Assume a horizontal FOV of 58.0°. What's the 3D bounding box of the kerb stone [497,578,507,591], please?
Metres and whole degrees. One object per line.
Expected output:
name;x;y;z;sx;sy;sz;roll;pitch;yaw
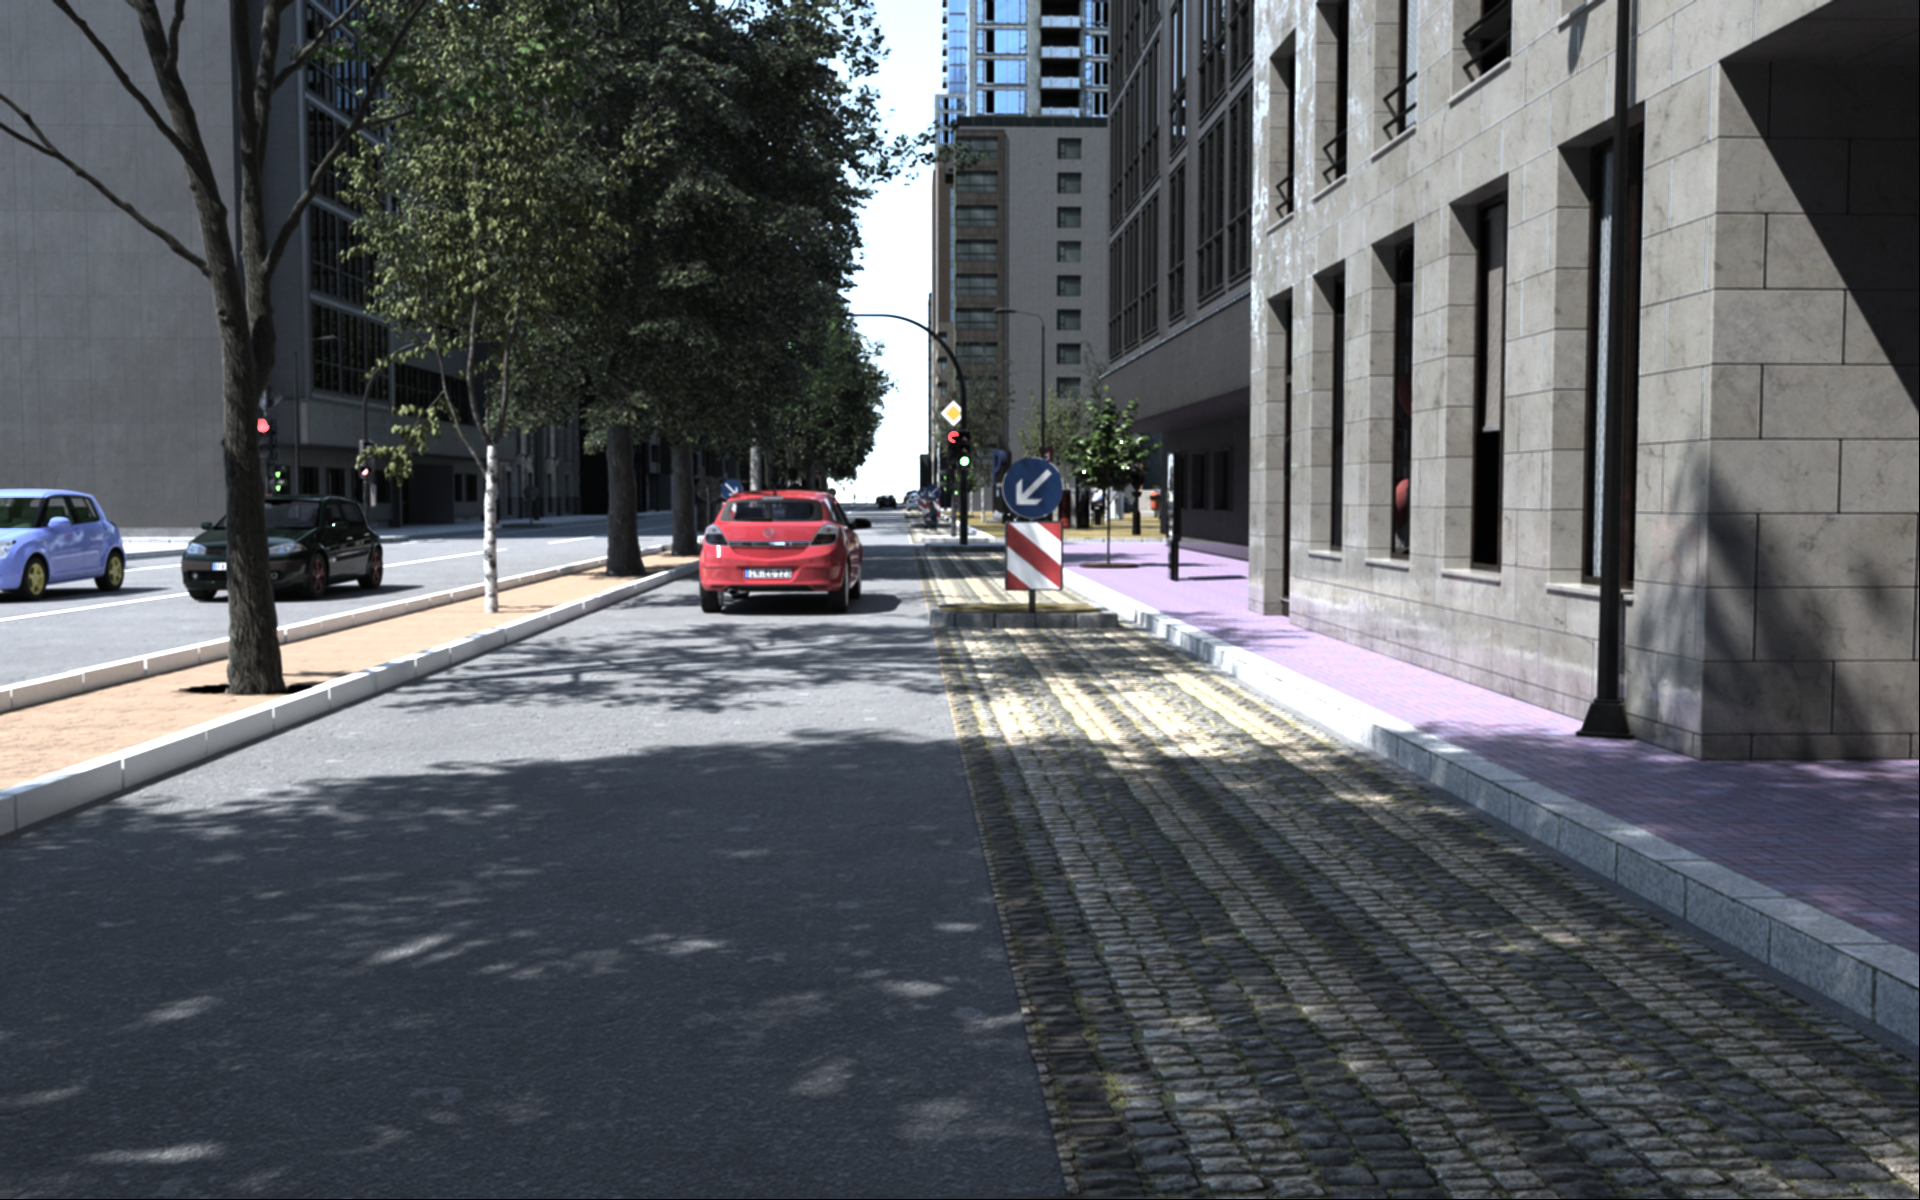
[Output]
kerb stone;-6.821;-0.189;25.278;0.120;0.150;1.000;0;4;-2

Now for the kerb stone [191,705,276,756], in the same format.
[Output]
kerb stone;-4.187;0.753;9.944;0.120;0.150;1.000;0;4;-2

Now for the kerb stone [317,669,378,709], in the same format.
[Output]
kerb stone;-4.261;0.624;12.001;0.120;0.150;1.000;0;4;-2

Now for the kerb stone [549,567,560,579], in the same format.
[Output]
kerb stone;-6.978;-0.437;29.371;0.120;0.150;1.000;0;4;-2

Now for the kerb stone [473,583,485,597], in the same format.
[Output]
kerb stone;-6.791;-0.123;24.256;0.120;0.150;1.000;0;4;-2

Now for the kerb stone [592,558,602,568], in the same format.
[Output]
kerb stone;-7.119;-0.689;33.466;0.120;0.150;1.000;0;4;-2

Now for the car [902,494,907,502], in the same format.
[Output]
car;-7.918;-15.704;266.982;2.015;1.641;3.980;0;4;-3

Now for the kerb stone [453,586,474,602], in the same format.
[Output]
kerb stone;-6.744;-0.061;23.235;0.120;0.150;1.000;0;4;-2

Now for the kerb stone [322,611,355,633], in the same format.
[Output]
kerb stone;-6.571;0.249;18.120;0.120;0.150;1.000;0;4;-2

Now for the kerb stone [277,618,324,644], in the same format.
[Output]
kerb stone;-6.528;0.318;17.094;0.120;0.150;1.000;0;4;-2

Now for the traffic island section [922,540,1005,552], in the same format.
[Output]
traffic island section;0.111;-1.329;44.005;2.009;0.180;2.903;0;4;-2

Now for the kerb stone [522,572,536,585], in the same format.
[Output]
kerb stone;-6.898;-0.314;27.328;0.120;0.150;1.000;0;4;-2

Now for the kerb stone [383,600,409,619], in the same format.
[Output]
kerb stone;-6.646;0.125;20.163;0.120;0.150;1.000;0;4;-2

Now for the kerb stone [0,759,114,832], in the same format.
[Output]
kerb stone;-4.109;0.874;7.901;0.120;0.150;1.000;0;4;-2

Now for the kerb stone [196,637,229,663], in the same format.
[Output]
kerb stone;-6.465;0.437;15.044;0.120;0.150;1.000;0;4;-2

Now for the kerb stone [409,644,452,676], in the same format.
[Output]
kerb stone;-4.331;0.498;14.049;0.120;0.150;1.000;0;4;-2

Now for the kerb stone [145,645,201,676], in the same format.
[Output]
kerb stone;-6.427;0.500;14.023;0.120;0.150;1.000;0;4;-2

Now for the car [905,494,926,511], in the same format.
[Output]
car;-3.530;-8.040;143.451;2.014;1.417;4.499;0;4;-3

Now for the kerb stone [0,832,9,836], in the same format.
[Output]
kerb stone;-4.069;0.937;6.874;0.120;0.150;1.000;0;4;-2

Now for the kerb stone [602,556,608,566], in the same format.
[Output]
kerb stone;-7.148;-0.753;34.499;0.120;0.150;1.000;0;4;-2

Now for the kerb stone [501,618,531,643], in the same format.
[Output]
kerb stone;-4.429;0.310;17.120;0.120;0.150;1.000;0;4;-2

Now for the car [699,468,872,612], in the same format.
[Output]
car;-2.247;-0.820;22.448;2.155;1.783;4.494;0;3;0

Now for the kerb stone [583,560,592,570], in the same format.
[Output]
kerb stone;-7.081;-0.627;32.440;0.120;0.150;1.000;0;4;-2

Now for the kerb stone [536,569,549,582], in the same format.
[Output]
kerb stone;-6.932;-0.376;28.349;0.120;0.150;1.000;0;4;-2

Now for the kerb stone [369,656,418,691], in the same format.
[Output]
kerb stone;-4.298;0.561;13.023;0.120;0.150;1.000;0;4;-2

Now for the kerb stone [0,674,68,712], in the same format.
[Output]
kerb stone;-6.352;0.632;11.960;0.120;0.150;1.000;0;4;-2

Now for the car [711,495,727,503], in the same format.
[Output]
car;-10.365;-4.011;77.577;2.014;1.417;4.499;0;4;-1

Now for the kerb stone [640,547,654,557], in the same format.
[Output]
kerb stone;-7.372;-1.124;40.642;0.120;0.150;1.000;0;4;-2

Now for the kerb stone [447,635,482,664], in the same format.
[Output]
kerb stone;-4.364;0.441;15.072;0.120;0.150;1.000;0;4;-2

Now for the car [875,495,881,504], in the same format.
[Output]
car;-11.325;-14.523;250.024;1.945;1.354;3.894;0;4;-3

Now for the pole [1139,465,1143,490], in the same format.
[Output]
pole;10.624;-6.599;101.739;0.158;3.312;0.155;0;3;0

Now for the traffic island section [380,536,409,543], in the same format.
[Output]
traffic island section;-17.602;-1.780;51.376;2.009;0.180;2.903;0;4;-2

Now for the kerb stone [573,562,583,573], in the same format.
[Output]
kerb stone;-7.043;-0.564;31.418;0.120;0.150;1.000;0;4;-2

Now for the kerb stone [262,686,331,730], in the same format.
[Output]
kerb stone;-4.224;0.691;10.971;0.120;0.150;1.000;0;4;-2

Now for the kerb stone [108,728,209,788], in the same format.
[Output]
kerb stone;-4.144;0.815;8.923;0.120;0.150;1.000;0;4;-2

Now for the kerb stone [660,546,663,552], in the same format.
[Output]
kerb stone;-7.434;-1.253;42.685;0.120;0.150;1.000;0;4;-2

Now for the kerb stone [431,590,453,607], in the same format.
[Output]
kerb stone;-6.718;0.000;22.206;0.120;0.150;1.000;0;4;-2

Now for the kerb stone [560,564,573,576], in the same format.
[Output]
kerb stone;-6.999;-0.501;30.393;0.120;0.150;1.000;0;4;-2

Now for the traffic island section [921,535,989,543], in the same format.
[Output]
traffic island section;-0.171;-1.817;51.985;2.009;0.180;2.903;0;4;-2

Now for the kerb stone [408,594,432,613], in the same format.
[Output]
kerb stone;-6.683;0.067;21.185;0.120;0.150;1.000;0;4;-2

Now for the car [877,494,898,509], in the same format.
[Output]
car;-7.095;-9.768;169.500;2.009;1.686;4.222;0;4;-2

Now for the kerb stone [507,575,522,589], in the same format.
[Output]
kerb stone;-6.866;-0.251;26.300;0.120;0.150;1.000;0;4;-2

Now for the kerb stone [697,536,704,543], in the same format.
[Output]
kerb stone;-7.786;-1.850;52.539;0.120;0.150;1.000;0;4;-2

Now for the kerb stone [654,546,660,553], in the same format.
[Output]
kerb stone;-7.412;-1.191;41.663;0.120;0.150;1.000;0;4;-2

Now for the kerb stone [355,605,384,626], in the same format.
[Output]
kerb stone;-6.608;0.188;19.141;0.120;0.150;1.000;0;4;-2

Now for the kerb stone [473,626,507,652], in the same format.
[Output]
kerb stone;-4.404;0.375;16.095;0.120;0.150;1.000;0;4;-2

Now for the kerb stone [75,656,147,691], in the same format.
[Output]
kerb stone;-6.396;0.565;12.989;0.120;0.150;1.000;0;4;-2
